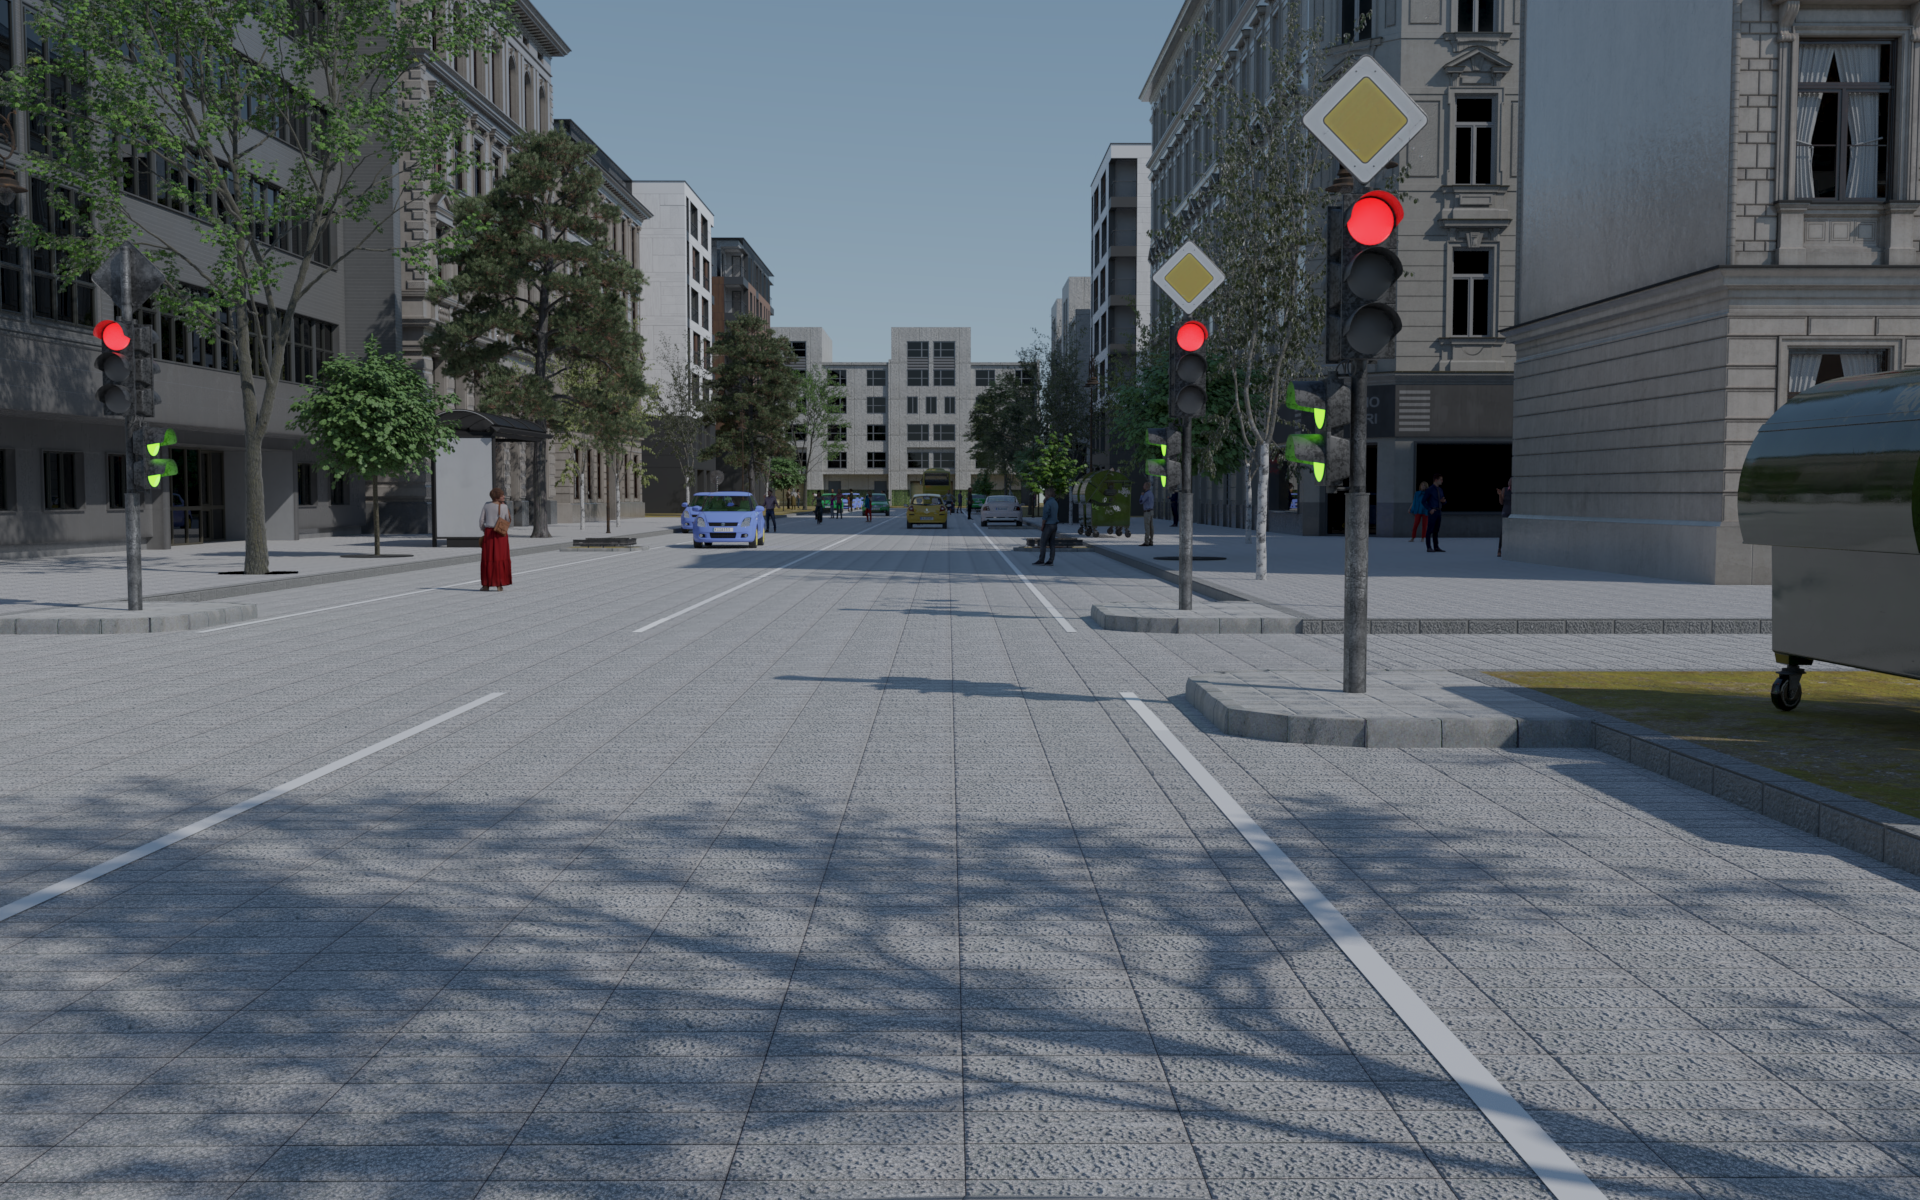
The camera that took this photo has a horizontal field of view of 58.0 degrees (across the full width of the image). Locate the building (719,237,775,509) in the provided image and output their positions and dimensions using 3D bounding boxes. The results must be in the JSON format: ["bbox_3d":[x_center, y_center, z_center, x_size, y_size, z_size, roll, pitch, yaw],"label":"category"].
[{"bbox_3d":[-33.583,-18.832,151.871,32.646,21.610,27.936,0,4,0],"label":"building"}]

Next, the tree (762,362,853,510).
[{"bbox_3d":[-12.422,-12.968,137.781,9.928,11.665,9.643,0,3,0],"label":"tree"}]

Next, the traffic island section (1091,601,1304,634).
[{"bbox_3d":[2.520,0.188,19.202,2.009,0.180,2.903,0,4,0],"label":"traffic island section"}]

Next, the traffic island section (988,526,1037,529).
[{"bbox_3d":[2.140,-2.954,71.171,1.991,0.108,1.994,0,4,0],"label":"traffic island section"}]

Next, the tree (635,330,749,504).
[{"bbox_3d":[-12.294,-7.727,76.692,4.360,8.622,3.978,0,3,0],"label":"tree"}]

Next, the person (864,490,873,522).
[{"bbox_3d":[-4.653,-4.748,87.834,0.444,1.614,0.593,0,4,-4],"label":"person"}]

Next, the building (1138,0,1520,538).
[{"bbox_3d":[18.205,-18.036,71.300,17.030,29.872,44.131,0,4,0],"label":"building"}]

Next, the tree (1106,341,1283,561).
[{"bbox_3d":[4.607,-3.072,33.937,4.285,4.588,4.351,0,3,0],"label":"tree"}]

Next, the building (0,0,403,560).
[{"bbox_3d":[-24.035,-13.437,38.756,14.314,24.678,30.058,0,4,0],"label":"building"}]

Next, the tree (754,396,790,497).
[{"bbox_3d":[-12.648,-9.861,111.583,4.360,8.622,3.978,0,3,0],"label":"tree"}]

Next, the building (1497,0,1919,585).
[{"bbox_3d":[19.672,-10.027,28.576,19.286,19.102,10.561,0,4,0],"label":"building"}]

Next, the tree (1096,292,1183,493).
[{"bbox_3d":[6.760,-6.795,61.455,4.737,8.622,4.395,0,3,0],"label":"tree"}]

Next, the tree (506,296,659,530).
[{"bbox_3d":[-13.846,-6.837,62.155,4.737,8.622,4.395,0,3,0],"label":"tree"}]

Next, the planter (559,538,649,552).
[{"bbox_3d":[-8.980,-1.401,44.041,1.991,0.319,1.994,0,4,0],"label":"planter"}]

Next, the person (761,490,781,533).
[{"bbox_3d":[-7.091,-3.310,64.573,0.963,1.587,0.435,1,4,10],"label":"person"}]

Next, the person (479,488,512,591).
[{"bbox_3d":[-6.860,-0.890,25.517,0.523,1.526,0.387,1,4,9],"label":"person"}]

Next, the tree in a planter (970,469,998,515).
[{"bbox_3d":[1.778,-7.588,121.285,1.991,3.239,1.994,0,4,0],"label":"tree in a planter"}]

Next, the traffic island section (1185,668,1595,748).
[{"bbox_3d":[2.577,0.677,11.217,2.009,0.180,2.903,0,4,0],"label":"traffic island section"}]

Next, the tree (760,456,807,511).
[{"bbox_3d":[-13.223,-8.882,128.939,4.285,4.588,4.351,0,3,0],"label":"tree"}]

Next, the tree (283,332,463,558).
[{"bbox_3d":[-11.995,-3.157,35.336,4.285,4.588,4.351,0,3,0],"label":"tree"}]

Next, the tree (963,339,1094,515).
[{"bbox_3d":[4.192,-10.455,105.353,8.767,10.594,7.601,1,4,10],"label":"tree"}]

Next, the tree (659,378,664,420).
[{"bbox_3d":[-13.301,-7.137,67.055,4.737,8.622,4.395,0,3,0],"label":"tree"}]

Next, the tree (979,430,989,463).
[{"bbox_3d":[3.621,-11.146,132.602,4.360,8.622,3.978,0,3,0],"label":"tree"}]

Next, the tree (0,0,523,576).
[{"bbox_3d":[-11.145,-6.223,27.497,9.928,11.665,9.643,0,3,0],"label":"tree"}]

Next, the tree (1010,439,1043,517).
[{"bbox_3d":[4.368,-7.001,98.175,4.285,4.588,4.351,0,3,0],"label":"tree"}]

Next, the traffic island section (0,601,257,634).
[{"bbox_3d":[-9.121,0.193,19.124,2.009,0.180,2.903,0,4,0],"label":"traffic island section"}]

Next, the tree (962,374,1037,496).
[{"bbox_3d":[3.921,-14.937,162.339,7.486,12.596,7.792,0,3,0],"label":"tree"}]

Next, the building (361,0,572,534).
[{"bbox_3d":[-21.925,-14.383,64.048,11.050,23.489,19.941,0,4,0],"label":"building"}]

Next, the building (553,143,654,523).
[{"bbox_3d":[-21.689,-13.421,84.056,10.561,19.102,19.286,0,4,0],"label":"building"}]

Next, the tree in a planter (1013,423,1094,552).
[{"bbox_3d":[2.346,-2.847,43.771,1.991,3.239,1.994,0,4,0],"label":"tree in a planter"}]

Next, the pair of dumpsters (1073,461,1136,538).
[{"bbox_3d":[4.368,-3.067,52.639,1.574,2.255,4.436,0,4,0],"label":"pair of dumpsters"}]

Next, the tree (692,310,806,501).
[{"bbox_3d":[-12.276,-10.980,101.571,6.751,12.117,7.091,0,3,0],"label":"tree"}]

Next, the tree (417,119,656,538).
[{"bbox_3d":[-12.303,-7.856,50.506,6.751,12.117,7.091,0,3,0],"label":"tree"}]

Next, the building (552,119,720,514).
[{"bbox_3d":[-31.794,-16.323,110.864,27.936,21.610,32.646,0,4,0],"label":"building"}]

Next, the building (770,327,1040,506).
[{"bbox_3d":[-7.337,-19.901,191.838,31.486,18.905,16.747,0,4,0],"label":"building"}]

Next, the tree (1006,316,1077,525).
[{"bbox_3d":[4.663,-7.370,70.862,4.360,8.622,3.978,0,3,0],"label":"tree"}]

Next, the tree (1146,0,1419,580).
[{"bbox_3d":[4.632,-4.618,25.869,4.360,8.622,3.978,0,3,0],"label":"tree"}]

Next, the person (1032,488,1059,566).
[{"bbox_3d":[1.749,-1.459,34.569,0.499,1.552,0.429,-2,4,-33],"label":"person"}]

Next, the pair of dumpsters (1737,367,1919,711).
[{"bbox_3d":[5.430,-0.347,8.173,1.574,2.255,4.436,0,4,0],"label":"pair of dumpsters"}]

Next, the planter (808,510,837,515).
[{"bbox_3d":[-9.529,-6.103,120.923,1.991,0.319,1.994,0,4,0],"label":"planter"}]

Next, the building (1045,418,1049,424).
[{"bbox_3d":[23.118,-15.023,187.766,28.070,9.664,9.099,0,4,0],"label":"building"}]

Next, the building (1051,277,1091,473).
[{"bbox_3d":[17.152,-17.312,149.505,16.747,18.905,31.486,0,4,0],"label":"building"}]

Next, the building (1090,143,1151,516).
[{"bbox_3d":[22.561,-16.727,117.453,27.936,21.610,32.646,0,4,0],"label":"building"}]

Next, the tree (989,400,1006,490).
[{"bbox_3d":[4.454,-8.329,86.535,4.360,8.622,3.978,0,3,0],"label":"tree"}]
